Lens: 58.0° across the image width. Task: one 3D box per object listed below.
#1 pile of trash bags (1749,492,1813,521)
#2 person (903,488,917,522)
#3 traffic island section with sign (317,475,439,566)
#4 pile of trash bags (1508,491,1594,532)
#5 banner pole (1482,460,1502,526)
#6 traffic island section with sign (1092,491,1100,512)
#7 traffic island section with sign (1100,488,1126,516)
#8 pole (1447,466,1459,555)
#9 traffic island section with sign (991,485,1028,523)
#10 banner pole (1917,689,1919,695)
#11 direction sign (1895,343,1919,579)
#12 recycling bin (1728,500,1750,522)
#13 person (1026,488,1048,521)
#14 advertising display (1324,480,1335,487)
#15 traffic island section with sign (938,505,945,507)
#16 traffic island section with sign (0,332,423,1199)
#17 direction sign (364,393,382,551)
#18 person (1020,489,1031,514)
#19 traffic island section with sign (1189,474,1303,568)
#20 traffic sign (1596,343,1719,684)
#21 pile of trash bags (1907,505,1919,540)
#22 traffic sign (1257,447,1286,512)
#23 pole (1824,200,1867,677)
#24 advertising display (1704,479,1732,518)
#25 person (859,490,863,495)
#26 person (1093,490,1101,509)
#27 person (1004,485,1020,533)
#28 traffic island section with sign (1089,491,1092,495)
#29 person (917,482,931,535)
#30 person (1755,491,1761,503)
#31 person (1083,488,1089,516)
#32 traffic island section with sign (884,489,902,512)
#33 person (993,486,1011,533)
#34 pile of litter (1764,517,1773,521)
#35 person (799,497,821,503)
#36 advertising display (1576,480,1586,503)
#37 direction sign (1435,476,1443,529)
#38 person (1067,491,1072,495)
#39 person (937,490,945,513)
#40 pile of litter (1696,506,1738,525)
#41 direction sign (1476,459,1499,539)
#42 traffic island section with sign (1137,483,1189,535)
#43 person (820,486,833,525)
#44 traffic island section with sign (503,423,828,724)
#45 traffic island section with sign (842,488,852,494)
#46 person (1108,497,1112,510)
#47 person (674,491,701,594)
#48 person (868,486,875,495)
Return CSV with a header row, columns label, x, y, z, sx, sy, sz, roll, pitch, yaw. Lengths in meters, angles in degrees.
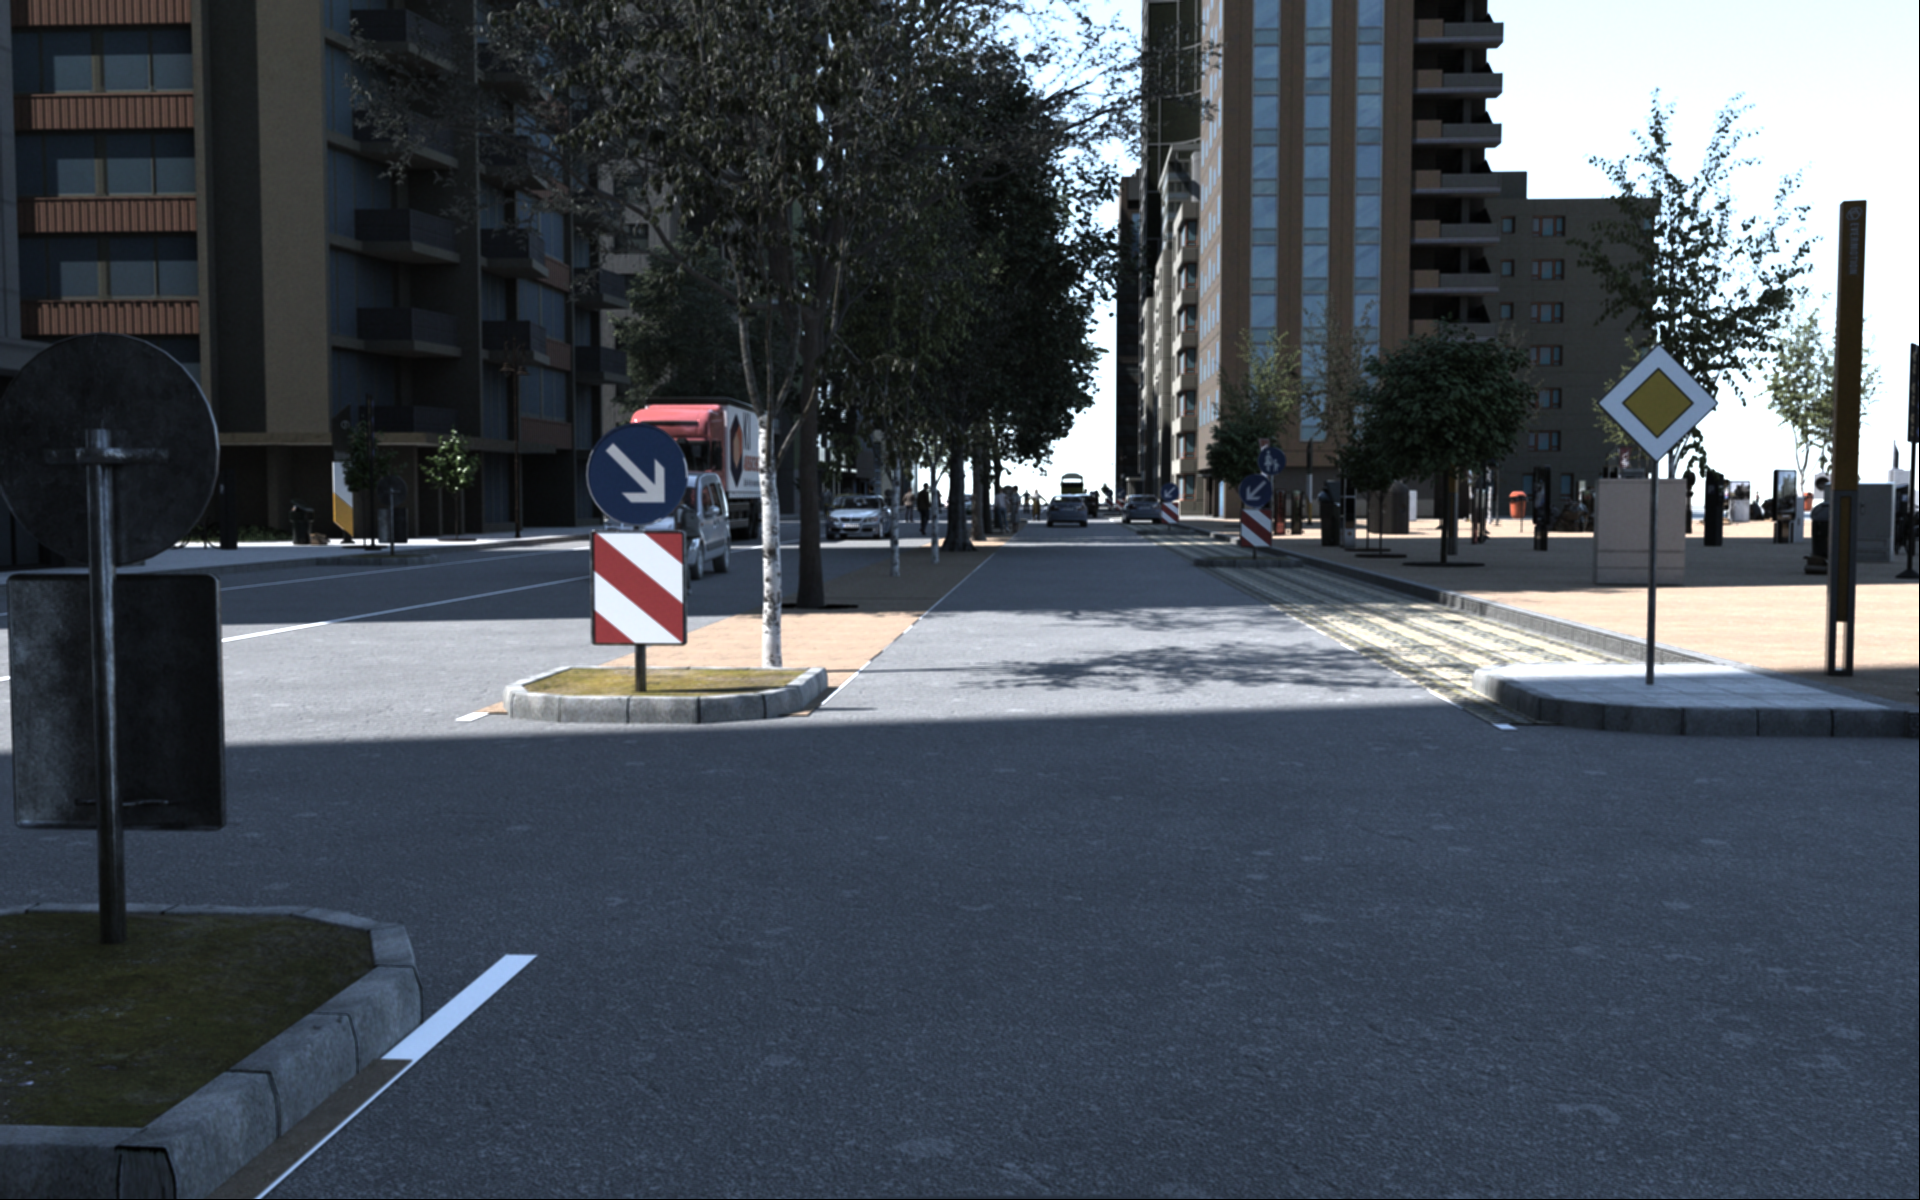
label,x,y,z,sx,sy,sz,roll,pitch,yaw
pile of trash bags,39.884,-4.537,83.932,3.447,1.369,1.912,-1,4,-17
person,-2.478,-4.878,88.780,0.617,1.759,0.750,3,4,37
traffic island section with sign,-11.841,-1.647,35.551,1.989,1.847,2.006,0,4,3
pile of trash bags,20.154,-2.987,58.583,3.447,1.369,1.912,-1,4,-13
banner pole,21.369,-4.866,69.572,0.863,3.779,0.401,0,4,4
traffic island section with sign,11.812,-7.944,138.514,1.989,1.847,2.006,0,4,3
traffic island section with sign,10.227,-6.298,111.606,1.989,1.847,2.006,0,4,3
pole,10.391,-2.606,36.452,0.158,3.312,0.155,0,3,0
traffic island section with sign,2.377,-4.809,86.766,2.006,1.907,1.989,0,4,3
banner pole,6.495,-1.285,11.021,0.863,3.779,0.401,-2,4,-35
direction sign,14.484,-2.099,26.316,0.379,3.537,0.876,3,4,39
recycling bin,35.498,-4.062,78.963,0.722,1.027,0.722,0,4,-1
person,4.102,-5.093,92.509,1.217,1.736,0.721,-1,4,-13
advertising display,17.050,-4.565,79.849,0.123,1.923,0.974,3,4,37
traffic island section with sign,-2.492,-11.364,194.428,1.989,1.847,2.006,0,4,3
traffic island section with sign,-2.472,0.231,4.362,2.006,1.907,1.989,0,4,3
direction sign,-13.399,-2.901,39.429,0.379,3.537,0.876,-1,4,-10
person,4.914,-7.284,127.681,1.350,1.814,0.705,0,4,-2
traffic island section with sign,5.692,-1.580,34.466,1.989,1.847,2.006,0,4,3
traffic sign,4.653,-0.488,11.627,0.795,2.450,0.064,0,4,3
pile of trash bags,28.174,-2.331,47.858,3.447,1.369,1.912,-1,4,-9
traffic sign,8.425,-2.861,46.880,0.768,2.556,0.104,0,4,5
pole,6.221,-1.121,12.164,0.158,3.312,0.155,0,3,0
advertising display,32.594,-4.242,74.578,0.974,1.923,0.123,2,4,31
person,-7.043,-6.902,122.062,1.217,1.735,0.721,0,4,-2
person,12.846,-9.428,162.655,1.348,1.823,0.705,-3,5,-41
person,1.921,-3.288,62.833,0.524,1.755,0.480,-2,4,-34
traffic island section with sign,15.039,-11.291,193.242,1.989,1.847,2.006,0,4,3
person,-1.236,-3.208,60.869,0.656,1.842,0.836,1,4,13
person,75.350,-9.435,163.470,0.721,1.736,1.217,3,5,43
person,8.396,-6.532,115.308,0.705,1.822,1.348,2,4,34
traffic island section with sign,-5.738,-8.008,139.553,1.989,1.847,2.006,0,4,3
person,1.644,-3.356,64.035,0.731,1.740,0.598,-1,4,-20
pile of litter,38.609,-4.124,81.388,1.176,0.858,1.719,-1,4,-9
person,-7.830,-5.054,91.148,1.348,1.822,0.705,-1,4,-15
advertising display,29.540,-4.721,82.403,0.123,1.923,0.974,3,5,39
direction sign,17.618,-4.365,63.372,0.876,3.537,0.379,0,4,3
person,9.825,-8.901,154.970,0.756,1.711,0.436,2,4,30
person,-1.554,-7.393,130.100,1.217,1.743,0.721,-2,4,-25
pile of litter,31.599,-3.556,72.098,1.719,0.858,1.176,3,5,40
direction sign,15.023,-3.523,49.598,0.379,3.537,0.876,-2,4,-29
traffic island section with sign,7.284,-3.229,61.419,1.989,1.847,2.006,0,4,3
person,-6.116,-4.342,79.606,0.709,1.813,0.853,1,4,15
traffic island section with sign,-2.027,-0.221,11.756,2.006,1.907,1.989,0,4,3
traffic island section with sign,-7.312,-6.358,112.584,1.989,1.847,2.006,0,4,3
person,12.622,-8.374,146.359,0.436,1.711,0.756,0,4,6
person,-3.961,-0.826,24.593,0.523,1.515,0.503,-1,4,-16
person,-4.591,-4.943,88.949,0.705,1.869,1.348,2,4,25
